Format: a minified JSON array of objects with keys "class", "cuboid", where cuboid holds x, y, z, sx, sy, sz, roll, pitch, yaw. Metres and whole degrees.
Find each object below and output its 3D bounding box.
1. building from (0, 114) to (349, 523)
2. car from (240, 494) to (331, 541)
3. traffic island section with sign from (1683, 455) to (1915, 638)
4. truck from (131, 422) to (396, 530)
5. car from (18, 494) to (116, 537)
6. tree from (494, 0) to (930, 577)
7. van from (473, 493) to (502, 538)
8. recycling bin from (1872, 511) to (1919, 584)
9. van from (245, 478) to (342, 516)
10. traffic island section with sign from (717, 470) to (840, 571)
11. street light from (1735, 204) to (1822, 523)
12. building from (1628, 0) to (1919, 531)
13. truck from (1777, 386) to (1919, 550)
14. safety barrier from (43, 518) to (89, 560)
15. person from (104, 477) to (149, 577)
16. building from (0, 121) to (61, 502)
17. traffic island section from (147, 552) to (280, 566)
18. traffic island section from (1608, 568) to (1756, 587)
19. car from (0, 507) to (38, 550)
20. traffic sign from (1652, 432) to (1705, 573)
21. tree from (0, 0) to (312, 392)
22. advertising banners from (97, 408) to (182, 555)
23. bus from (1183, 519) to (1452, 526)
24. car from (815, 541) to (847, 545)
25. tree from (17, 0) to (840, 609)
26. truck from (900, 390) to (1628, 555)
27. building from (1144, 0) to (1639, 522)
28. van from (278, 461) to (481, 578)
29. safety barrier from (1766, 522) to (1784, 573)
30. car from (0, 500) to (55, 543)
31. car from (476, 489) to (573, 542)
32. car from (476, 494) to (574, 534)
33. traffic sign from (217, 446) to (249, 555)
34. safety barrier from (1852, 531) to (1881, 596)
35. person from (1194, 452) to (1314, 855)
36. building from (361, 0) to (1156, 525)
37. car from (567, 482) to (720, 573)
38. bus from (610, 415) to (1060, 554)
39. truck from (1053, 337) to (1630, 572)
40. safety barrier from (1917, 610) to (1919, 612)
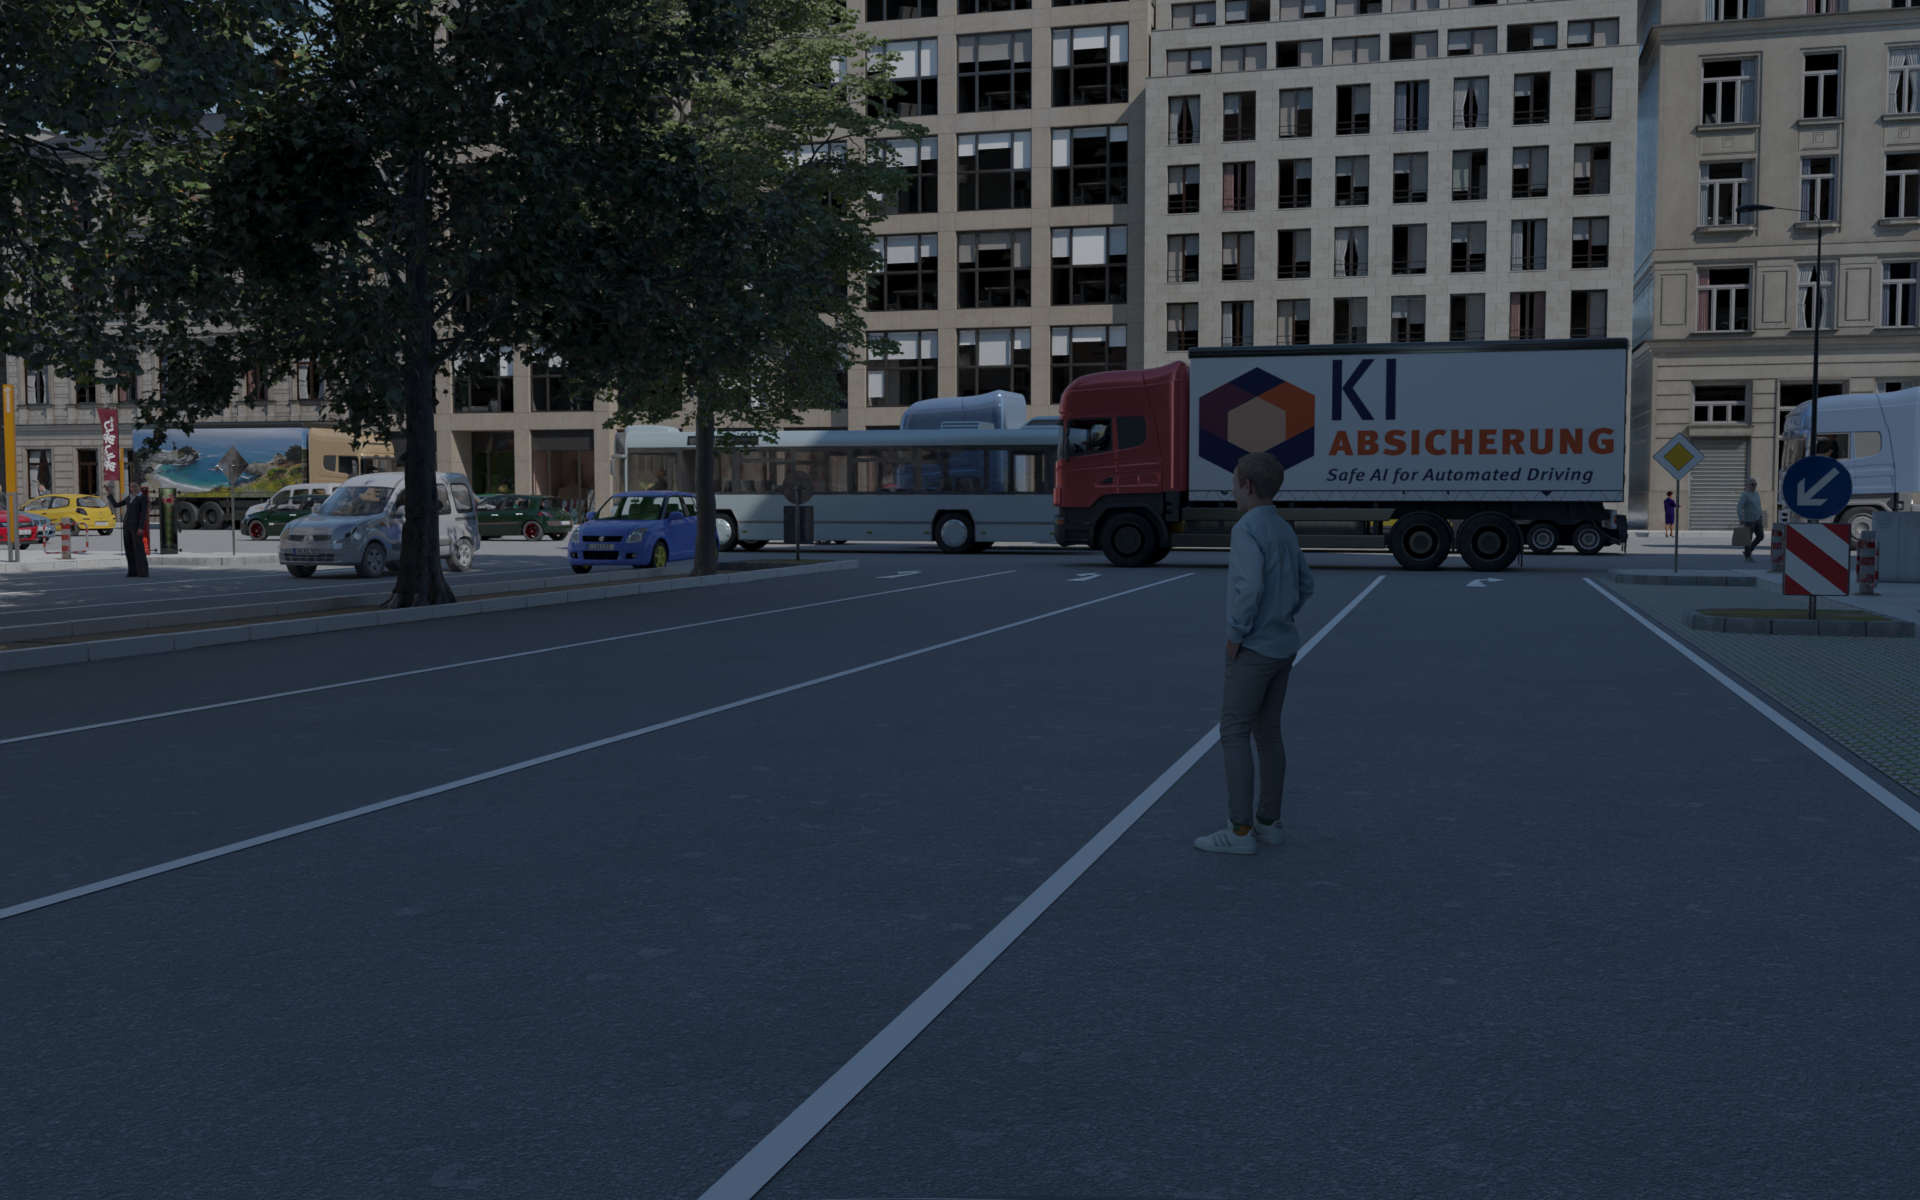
[{"class":"building","cuboid":[-33.963,-13.256,81.370,19.286,19.102,10.561,1,4,16]},{"class":"car","cuboid":[-20.072,-2.661,53.294,4.222,1.686,2.009,1,4,18]},{"class":"traffic island section with sign","cuboid":[8.796,-0.594,18.335,1.989,1.847,2.006,1,4,16]},{"class":"truck","cuboid":[-27.379,-4.901,69.049,11.283,4.237,2.839,1,4,15]},{"class":"car","cuboid":[-31.063,-3.013,59.479,3.980,1.641,2.015,1,4,17]},{"class":"tree","cuboid":[-4.380,-6.689,29.944,7.486,12.596,7.792,0,3,0]},{"class":"van","cuboid":[-16.574,-3.010,56.217,4.112,2.044,2.013,1,4,18]},{"class":"recycling bin","cuboid":[13.713,-0.776,25.237,0.722,1.027,0.722,2,4,33]},{"class":"van","cuboid":[-25.007,-3.577,65.501,4.112,2.044,2.013,1,4,16]},{"class":"traffic island section with sign","cuboid":[-3.306,-1.518,32.951,2.006,1.907,1.989,1,4,16]},{"class":"street light","cuboid":[13.111,-3.377,27.760,1.470,5.913,1.316,1,4,16]},{"class":"building","cuboid":[39.946,-14.068,63.290,30.059,22.955,16.112,1,4,16]},{"class":"truck","cuboid":[29.786,-3.236,42.669,18.799,4.110,2.967,1,4,15]},{"class":"safety barrier","cuboid":[-17.491,-1.199,33.886,0.300,0.817,1.120,1,4,16]},{"class":"person","cuboid":[-14.315,-1.250,29.745,0.742,1.727,0.445,-1,4,-13]},{"class":"building","cuboid":[-55.157,-15.154,89.563,24.055,21.916,13.314,1,4,16]},{"class":"traffic island section","cuboid":[-15.190,-0.851,36.191,2.009,0.180,2.903,1,4,16]},{"class":"traffic island section","cuboid":[11.713,-0.368,28.295,2.009,0.180,2.903,1,4,16]},{"class":"car","cuboid":[-25.472,-2.123,43.744,4.494,1.783,2.155,1,4,16]},{"class":"traffic sign","cuboid":[11.688,-1.504,28.225,0.795,2.450,0.064,1,4,16]},{"class":"tree","cuboid":[-9.174,-6.298,12.080,9.857,13.997,8.962,0,3,0]},{"class":"advertising banners","cuboid":[-17.060,-2.437,36.027,0.090,3.025,2.074,1,4,21]},{"class":"bus","cuboid":[10.641,-3.372,46.686,12.252,3.916,2.896,1,4,18]},{"class":"car","cuboid":[-4.811,-2.426,49.882,3.980,1.641,2.015,1,4,15]},{"class":"tree","cuboid":[-6.776,-6.250,21.645,9.611,12.733,9.660,0,3,0]},{"class":"truck","cuboid":[6.858,-3.311,43.890,18.799,4.110,2.967,1,4,18]},{"class":"building","cuboid":[16.305,-12.928,66.124,16.860,20.320,10.420,1,4,16]},{"class":"van","cuboid":[-10.336,-1.464,30.949,2.013,2.044,4.112,1,4,18]},{"class":"safety barrier","cuboid":[13.360,-0.858,28.296,0.300,0.817,1.120,1,4,16]},{"class":"car","cuboid":[-28.407,-2.325,50.023,4.499,1.417,2.014,1,4,15]},{"class":"car","cuboid":[-13.969,-2.658,53.248,4.222,1.686,2.009,1,4,16]},{"class":"car","cuboid":[-15.975,-3.010,61.017,4.920,1.459,2.131,1,4,17]},{"class":"traffic sign","cuboid":[-15.165,-1.987,36.123,0.795,2.450,0.064,1,4,16]},{"class":"safety barrier","cuboid":[11.479,-0.467,21.910,0.300,0.817,1.120,1,4,16]},{"class":"person","cuboid":[1.217,0.198,7.079,0.589,1.601,0.330,-3,5,-44]},{"class":"building","cuboid":[-6.680,-16.737,78.160,34.151,26.468,19.350,1,4,16]},{"class":"car","cuboid":[-5.866,-1.383,32.205,1.945,1.707,3.694,1,4,15]},{"class":"bus","cuboid":[-2.906,-2.942,42.969,13.247,3.499,2.948,1,4,14]},{"class":"truck","cuboid":[6.853,-2.737,33.667,11.283,4.237,2.839,1,4,16]},{"class":"safety barrier","cuboid":[10.544,-0.272,18.716,0.300,0.817,1.120,1,4,16]}]
